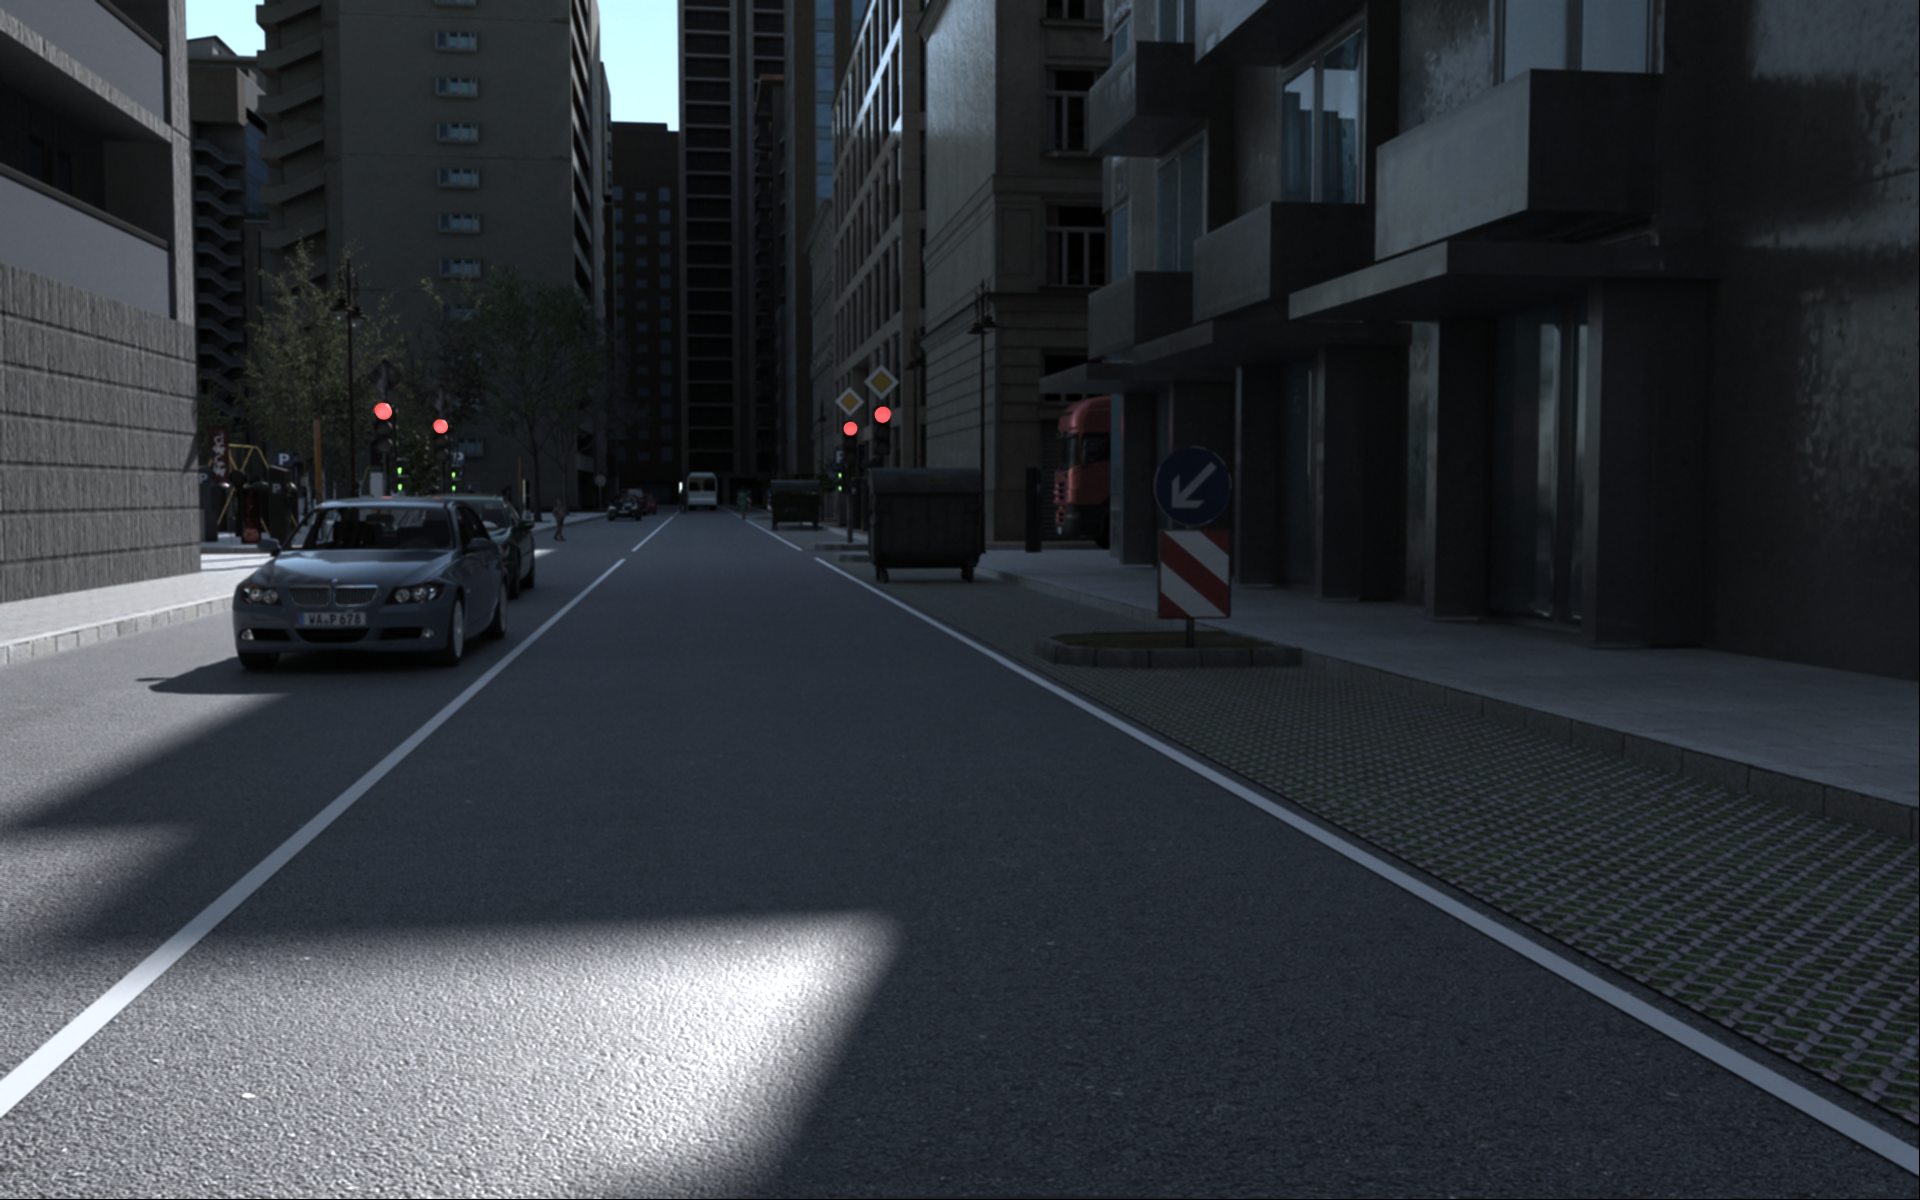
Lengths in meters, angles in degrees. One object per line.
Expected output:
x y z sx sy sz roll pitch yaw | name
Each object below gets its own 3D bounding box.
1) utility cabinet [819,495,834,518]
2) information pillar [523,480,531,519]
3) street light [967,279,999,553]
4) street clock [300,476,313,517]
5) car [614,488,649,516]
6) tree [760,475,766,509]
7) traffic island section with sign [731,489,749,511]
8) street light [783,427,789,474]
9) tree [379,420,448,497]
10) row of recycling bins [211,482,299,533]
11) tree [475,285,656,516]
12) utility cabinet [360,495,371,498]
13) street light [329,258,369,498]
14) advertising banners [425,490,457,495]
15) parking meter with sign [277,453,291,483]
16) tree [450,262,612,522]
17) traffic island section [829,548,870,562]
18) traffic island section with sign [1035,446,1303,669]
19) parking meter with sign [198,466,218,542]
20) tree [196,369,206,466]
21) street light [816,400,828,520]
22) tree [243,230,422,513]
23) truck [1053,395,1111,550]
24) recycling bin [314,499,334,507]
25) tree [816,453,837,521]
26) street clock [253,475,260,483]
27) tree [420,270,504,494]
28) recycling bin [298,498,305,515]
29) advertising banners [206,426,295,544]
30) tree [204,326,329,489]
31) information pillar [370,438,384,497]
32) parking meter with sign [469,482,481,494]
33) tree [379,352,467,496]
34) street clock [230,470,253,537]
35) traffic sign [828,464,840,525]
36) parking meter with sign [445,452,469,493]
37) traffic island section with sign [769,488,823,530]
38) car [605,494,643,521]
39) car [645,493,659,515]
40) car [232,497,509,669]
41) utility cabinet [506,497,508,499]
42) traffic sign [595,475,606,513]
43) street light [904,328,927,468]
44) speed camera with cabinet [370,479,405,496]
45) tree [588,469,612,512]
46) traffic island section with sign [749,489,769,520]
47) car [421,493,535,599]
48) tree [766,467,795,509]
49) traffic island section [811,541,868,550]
-7.325 -5.047 93.687 1.020 1.237 0.306 -2 4 -31 | utility cabinet
-22.119 -5.136 88.462 0.304 2.012 0.304 -2 4 -33 | information pillar
0.488 -3.952 37.401 0.468 5.910 1.993 -1 4 -9 | street light
-26.183 -3.966 69.422 0.471 2.002 0.358 1 4 22 | street clock
-21.772 -6.498 114.915 2.281 1.827 5.304 -1 4 -8 | car
-16.597 -9.503 149.972 1.663 3.219 1.824 0 3 0 | tree
-18.046 -8.408 146.105 1.989 1.847 2.006 -1 4 -9 | traffic island section with sign
-12.036 -8.979 119.601 0.468 5.910 1.993 -1 4 -9 | street light
-14.246 -3.114 45.515 1.663 3.219 1.824 0 3 0 | tree
-23.821 -3.131 58.302 3.534 1.692 1.069 1 4 19 | row of recycling bins
-23.571 -11.769 102.800 12.009 13.543 11.850 0 3 0 | tree
-26.220 -4.043 77.266 1.020 1.237 0.306 1 4 9 | utility cabinet
-11.985 -3.750 34.103 0.468 5.910 1.993 -1 4 -9 | street light
-18.708 -3.983 61.306 2.074 3.025 0.090 1 4 19 | advertising banners
-28.355 -4.677 72.732 0.543 3.016 1.738 -1 4 -21 | parking meter with sign
-19.441 -9.355 78.711 9.928 11.665 9.643 0 3 0 | tree
-1.674 -0.934 37.558 2.009 0.180 2.903 -1 4 -9 | traffic island section
1.712 -0.395 15.094 1.989 1.847 2.006 -1 4 -9 | traffic island section with sign
-20.684 -3.102 46.972 1.738 3.016 0.543 3 5 43 | parking meter with sign
-43.189 -9.092 99.013 4.737 8.622 4.395 0 3 0 | tree
-6.686 -6.803 84.018 0.468 5.910 1.993 -1 4 -9 | street light
-17.967 -6.056 49.377 4.360 8.622 3.978 0 3 0 | tree
7.385 -3.328 43.332 11.283 4.237 2.839 0 4 -7 | truck
-32.340 -4.617 88.039 0.722 1.027 0.722 3 4 37 | recycling bin
-6.084 -5.313 81.463 1.663 3.219 1.824 0 3 0 | tree
-27.006 -3.770 66.211 0.358 2.002 0.471 3 4 37 | street clock
-16.883 -6.526 57.066 4.360 8.622 3.978 0 3 0 | tree
-40.558 -5.733 106.284 0.722 1.027 0.722 -1 4 -14 | recycling bin
-18.332 -2.973 44.793 2.074 3.025 0.090 -2 4 -27 | advertising banners
-30.171 -7.737 76.856 4.737 8.622 4.395 0 3 0 | tree
-22.219 -4.568 66.042 0.504 3.616 0.183 1 4 9 | information pillar
-31.228 -7.048 111.495 1.738 3.016 0.543 -2 4 -33 | parking meter with sign
-27.988 -8.525 89.751 4.737 8.622 4.395 0 3 0 | tree
-21.717 -2.911 52.168 0.471 2.002 0.358 1 4 9 | street clock
-5.016 -4.334 70.966 0.768 2.556 0.104 0 4 -3 | traffic sign
-20.620 -4.529 70.309 0.543 3.016 1.738 0 4 4 | parking meter with sign
-6.582 -3.761 70.123 1.989 1.847 2.006 -1 4 -9 | traffic island section with sign
-18.158 -5.139 93.804 2.009 1.686 4.222 -1 4 -9 | car
-22.258 -6.888 121.664 2.155 1.783 4.494 -1 4 -10 | car
-5.220 -0.233 15.810 2.014 1.417 4.499 0 4 -7 | car
-14.883 -2.723 55.686 0.306 1.237 1.020 1 4 12 | utility cabinet
-23.994 -7.061 115.545 0.768 2.556 0.104 0 4 1 | traffic sign
-1.252 -4.627 48.447 0.468 5.910 1.993 -1 4 -9 | street light
-33.707 -6.586 102.011 2.038 3.252 0.660 1 4 17 | speed camera with cabinet
-25.645 -7.934 124.318 1.663 3.219 1.824 0 3 0 | tree
-10.602 -5.391 96.778 1.989 1.847 2.006 -1 4 -9 | traffic island section with sign
-7.186 -0.807 24.994 2.131 1.459 4.920 -1 4 -10 | car
-12.289 -7.797 122.076 1.663 3.219 1.824 0 3 0 | tree
-2.865 -1.417 45.454 2.009 0.180 2.903 -1 4 -9 | traffic island section
